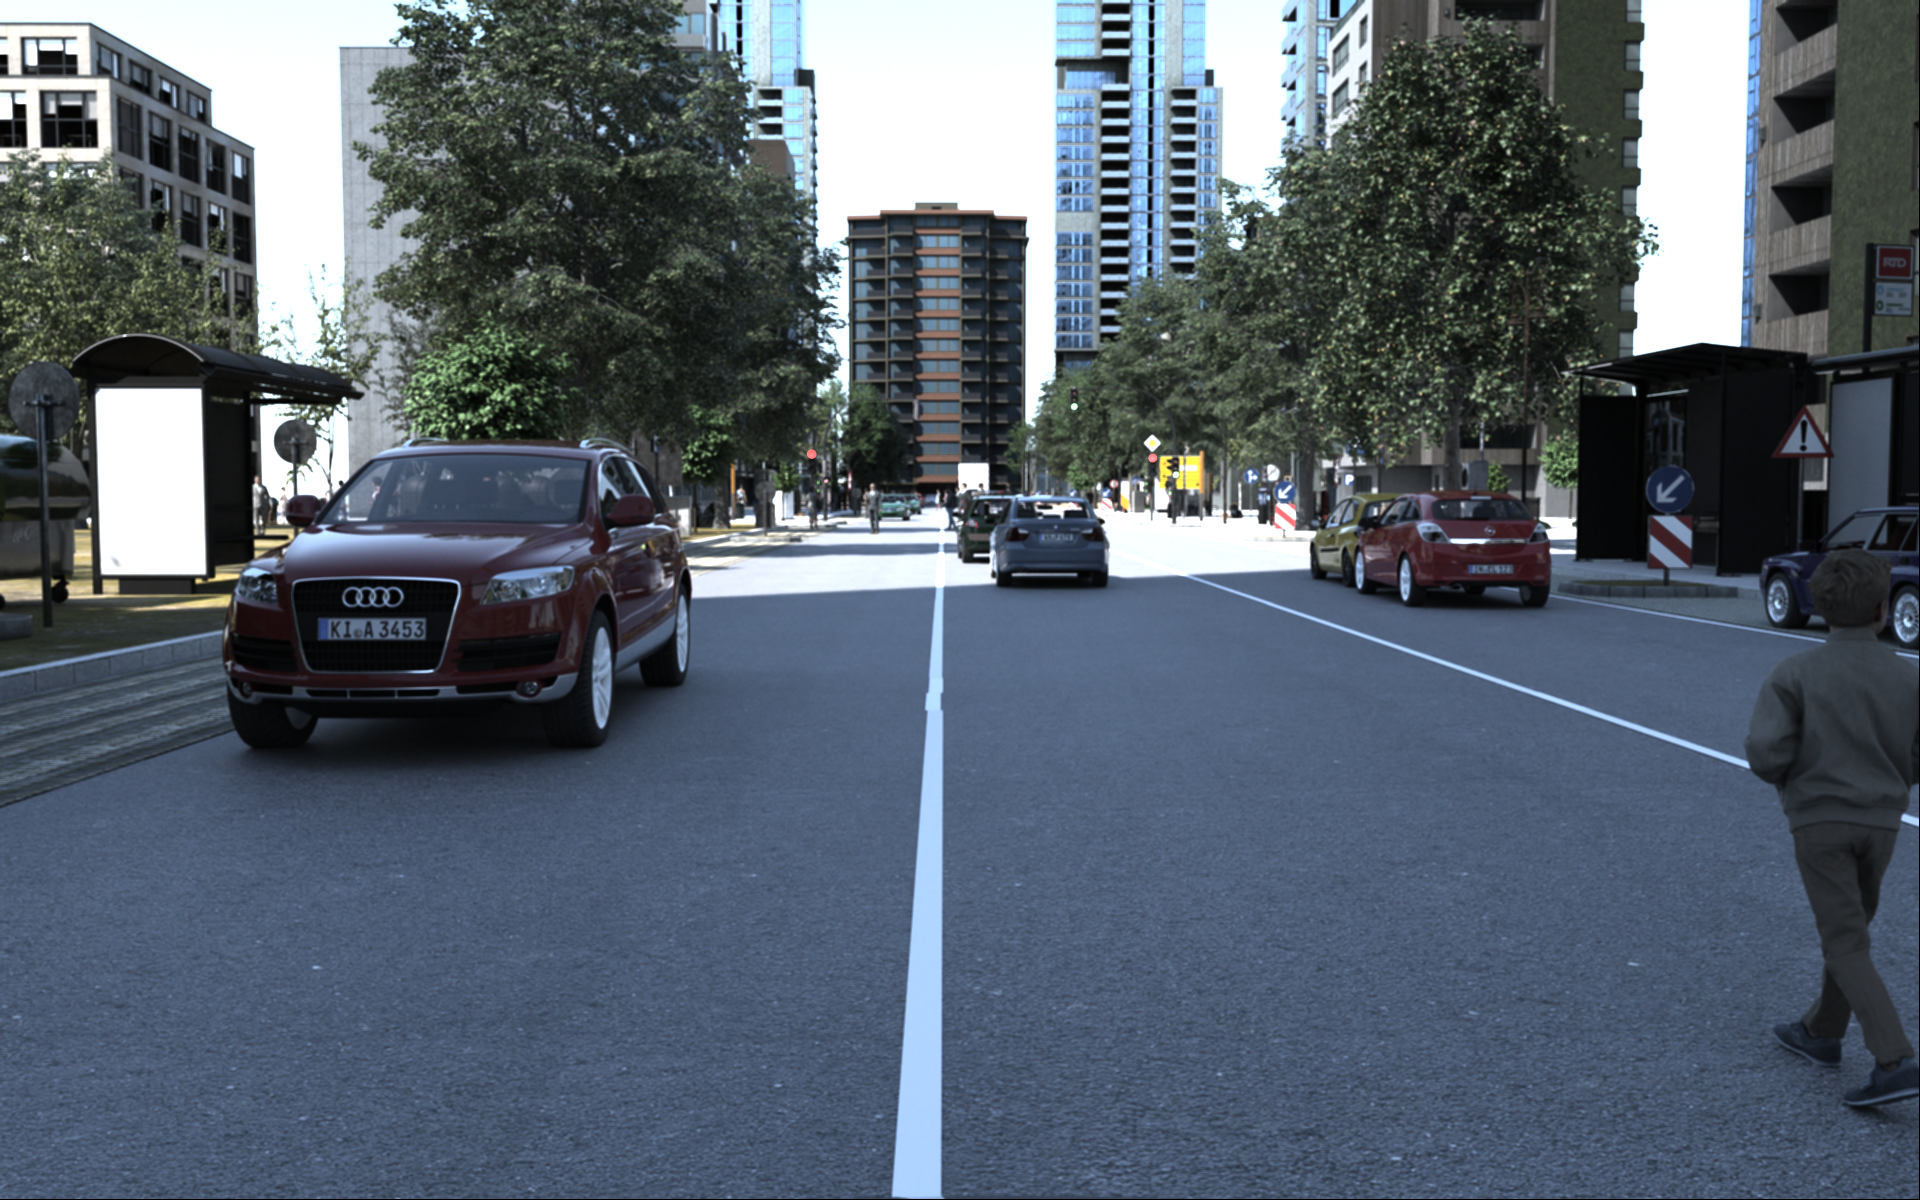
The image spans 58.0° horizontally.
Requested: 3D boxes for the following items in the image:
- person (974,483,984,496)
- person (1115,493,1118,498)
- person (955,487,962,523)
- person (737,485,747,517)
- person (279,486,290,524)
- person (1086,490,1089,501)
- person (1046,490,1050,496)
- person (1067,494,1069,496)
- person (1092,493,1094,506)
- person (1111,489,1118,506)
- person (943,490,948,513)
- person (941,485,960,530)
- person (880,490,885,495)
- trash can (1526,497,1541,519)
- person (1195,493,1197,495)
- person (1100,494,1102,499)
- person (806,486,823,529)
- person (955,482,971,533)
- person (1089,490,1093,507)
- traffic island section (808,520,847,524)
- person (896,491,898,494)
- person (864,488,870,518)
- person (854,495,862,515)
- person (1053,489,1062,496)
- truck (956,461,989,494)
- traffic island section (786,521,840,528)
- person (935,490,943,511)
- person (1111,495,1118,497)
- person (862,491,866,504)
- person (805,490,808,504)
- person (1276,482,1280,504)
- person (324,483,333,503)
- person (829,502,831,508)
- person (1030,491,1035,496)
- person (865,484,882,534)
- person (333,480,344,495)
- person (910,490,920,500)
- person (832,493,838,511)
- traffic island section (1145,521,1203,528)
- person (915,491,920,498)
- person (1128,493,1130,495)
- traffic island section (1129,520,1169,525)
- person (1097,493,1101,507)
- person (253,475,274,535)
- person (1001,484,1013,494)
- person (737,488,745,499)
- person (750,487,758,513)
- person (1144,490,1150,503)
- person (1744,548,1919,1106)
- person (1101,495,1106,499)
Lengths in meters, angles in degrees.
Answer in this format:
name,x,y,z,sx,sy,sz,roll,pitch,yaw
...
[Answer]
name,x,y,z,sx,sy,sz,roll,pitch,yaw
person,0.697,-3.177,60.400,0.822,1.834,0.622,-3,5,-40
person,16.072,-10.228,173.414,1.348,1.807,0.705,3,4,39
person,-0.129,-4.731,86.028,0.466,1.800,0.511,1,4,14
person,-12.222,-5.557,97.002,0.616,1.811,0.778,2,4,27
person,-30.946,-4.319,79.457,0.599,1.781,0.374,3,4,36
person,15.923,-12.797,215.302,0.705,1.821,1.348,2,4,26
person,10.861,-12.669,213.885,0.721,1.736,1.217,2,4,26
person,13.323,-12.301,207.120,1.348,1.831,0.705,2,4,33
person,13.376,-10.062,172.023,0.415,1.643,0.593,3,5,42
person,16.274,-10.861,183.756,1.348,1.807,0.705,3,4,37
person,-0.961,-7.293,128.574,0.643,1.720,0.563,0,4,7
person,-0.378,-3.641,68.380,0.721,1.781,0.623,0,4,5
person,-6.643,-8.523,148.018,0.661,1.801,0.590,0,4,4
trash can,23.926,-3.718,72.436,0.748,1.137,0.748,0,3,0
person,22.067,-9.337,161.955,0.557,1.426,1.065,-2,4,-25
person,17.556,-12.734,214.788,0.434,1.755,0.990,2,4,30
person,-5.962,-3.826,71.418,0.716,1.782,0.532,2,4,24
person,0.165,-3.323,62.610,0.755,1.850,0.659,0,4,-2
person,12.953,-10.040,170.746,0.434,1.755,0.990,2,4,30
traffic island section,-6.409,-3.664,82.186,2.009,0.180,2.903,0,4,-1
person,-7.795,-12.631,214.950,1.348,1.831,0.705,-2,4,-25
person,-5.546,-5.788,103.475,0.599,1.781,0.374,-3,4,-36
person,-6.554,-6.184,109.792,0.661,1.801,0.590,-3,5,-42
person,12.450,-13.207,221.610,1.348,1.869,0.705,-1,4,-20
truck,1.140,-9.884,150.519,2.839,4.237,11.283,0,4,-1
traffic island section,-6.334,-3.176,74.201,2.009,0.180,2.903,0,4,-1
person,-1.778,-8.403,145.991,0.778,1.811,0.616,1,4,19
person,18.341,-12.320,207.564,1.348,1.812,0.705,2,4,28
person,-12.682,-13.783,231.402,0.705,1.823,1.348,2,4,24
person,-19.476,-13.128,220.774,0.705,1.812,1.348,-2,4,-28
person,13.588,-4.143,74.006,0.641,1.798,0.478,-3,5,-44
person,-23.487,-3.541,64.777,0.563,1.720,0.643,-3,5,-43
person,-11.708,-8.967,157.669,0.505,1.210,0.382,1,4,11
person,7.400,-10.196,175.738,0.617,1.759,0.750,-1,4,-9
person,-3.140,-3.282,62.331,0.661,1.801,0.590,1,4,21
person,-22.146,-3.396,61.845,0.678,1.792,0.850,1,4,23
person,-4.569,-9.659,166.561,1.348,1.807,0.705,0,4,5
person,-9.479,-7.636,130.696,0.447,1.846,0.655,1,4,11
traffic island section,9.207,-3.184,74.343,2.009,0.180,2.903,0,4,-1
person,-4.098,-9.412,162.908,0.617,1.759,0.750,1,4,16
person,16.855,-10.340,175.818,1.217,1.736,0.721,0,4,-3
traffic island section,9.131,-3.673,82.327,2.009,0.180,2.903,0,4,-1
person,13.997,-10.425,177.014,0.721,1.766,1.217,-2,4,-29
person,-19.841,-2.626,49.102,0.709,1.813,0.853,-2,4,-35
person,1.882,-3.744,69.490,0.659,1.850,0.755,1,4,12
person,-15.910,-7.303,125.621,0.661,1.801,0.590,2,4,32
person,-14.196,-6.966,120.279,0.623,1.781,0.721,-3,4,-38
person,18.901,-10.439,176.713,0.705,1.826,1.348,3,5,40
person,2.117,0.526,4.166,0.475,1.303,0.640,-1,4,-9
person,15.947,-11.228,190.142,0.750,1.759,0.617,-3,4,-38
